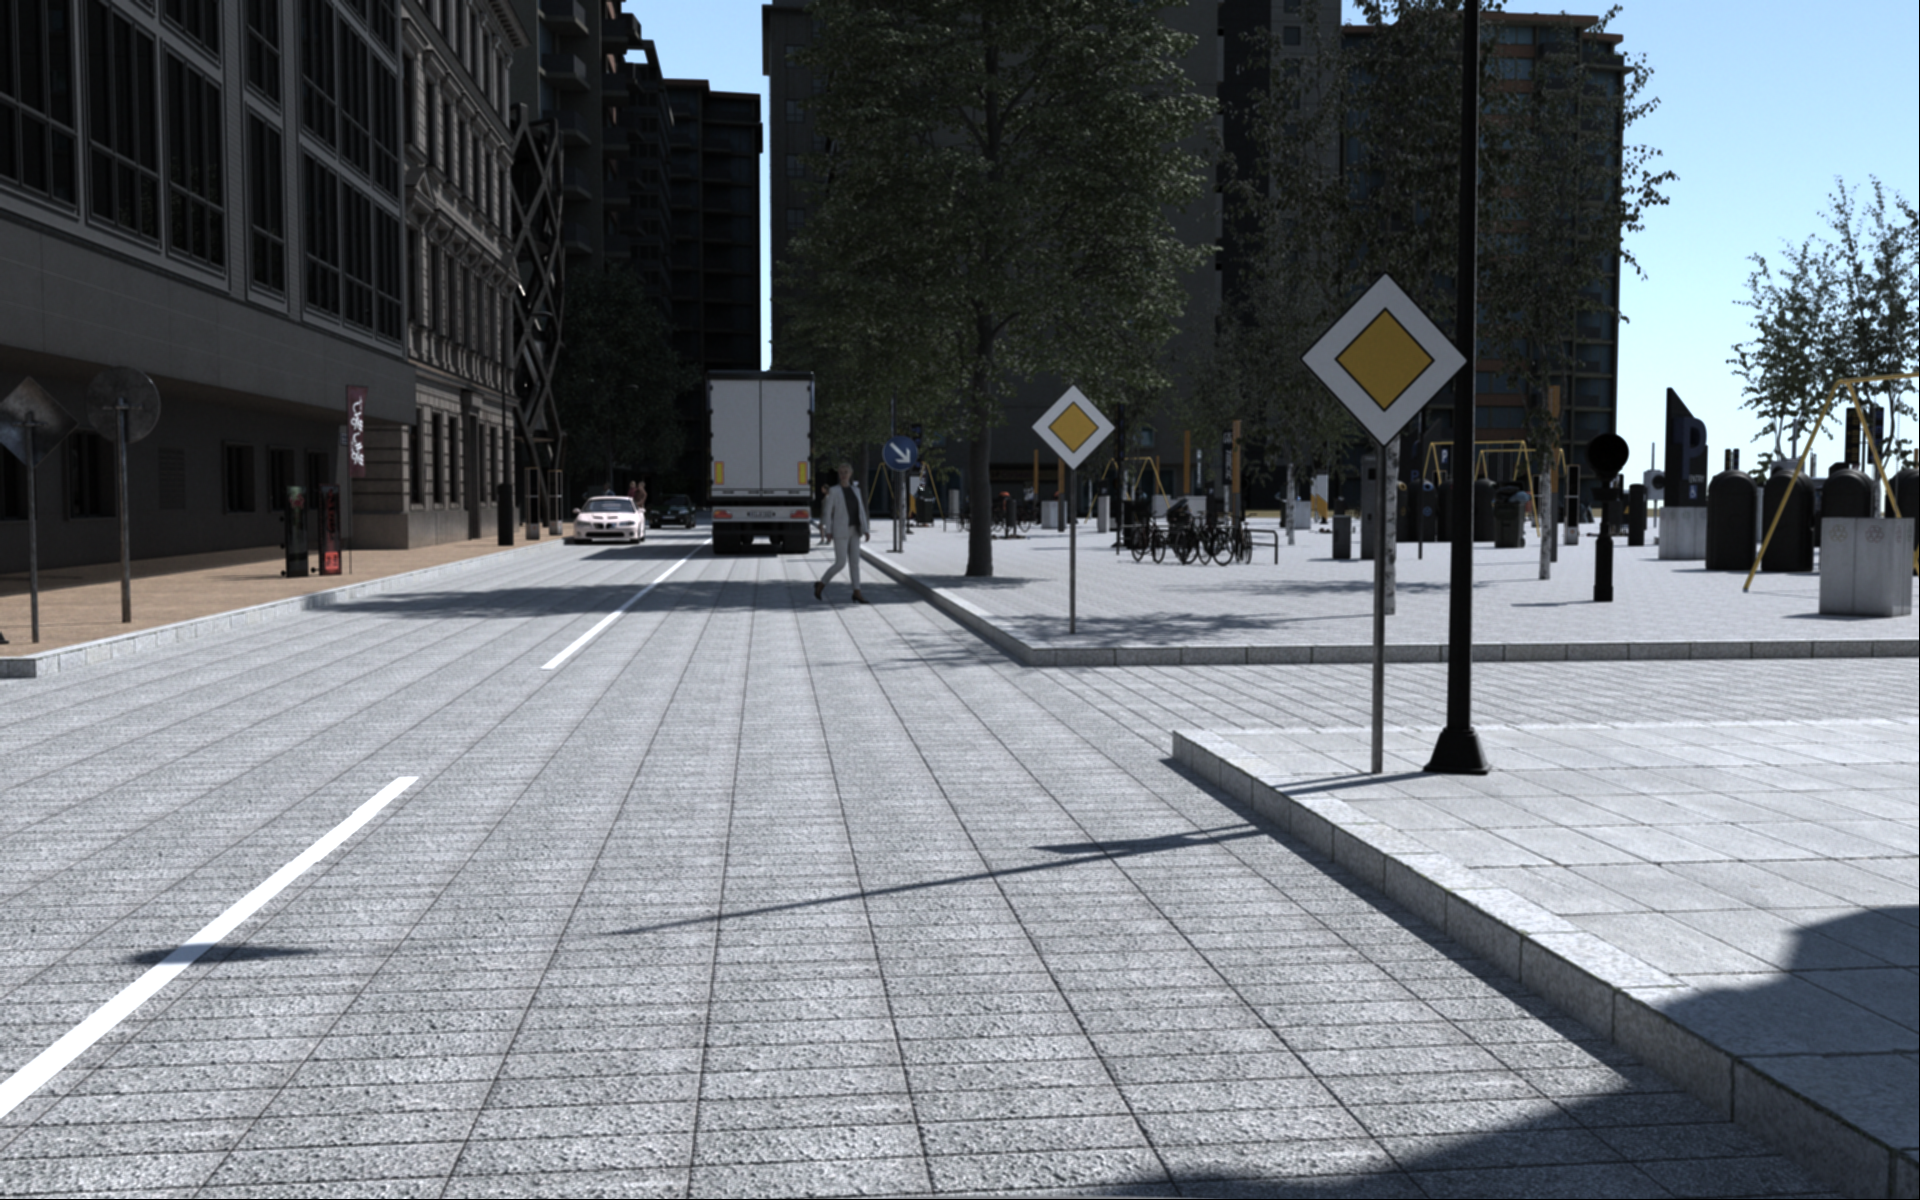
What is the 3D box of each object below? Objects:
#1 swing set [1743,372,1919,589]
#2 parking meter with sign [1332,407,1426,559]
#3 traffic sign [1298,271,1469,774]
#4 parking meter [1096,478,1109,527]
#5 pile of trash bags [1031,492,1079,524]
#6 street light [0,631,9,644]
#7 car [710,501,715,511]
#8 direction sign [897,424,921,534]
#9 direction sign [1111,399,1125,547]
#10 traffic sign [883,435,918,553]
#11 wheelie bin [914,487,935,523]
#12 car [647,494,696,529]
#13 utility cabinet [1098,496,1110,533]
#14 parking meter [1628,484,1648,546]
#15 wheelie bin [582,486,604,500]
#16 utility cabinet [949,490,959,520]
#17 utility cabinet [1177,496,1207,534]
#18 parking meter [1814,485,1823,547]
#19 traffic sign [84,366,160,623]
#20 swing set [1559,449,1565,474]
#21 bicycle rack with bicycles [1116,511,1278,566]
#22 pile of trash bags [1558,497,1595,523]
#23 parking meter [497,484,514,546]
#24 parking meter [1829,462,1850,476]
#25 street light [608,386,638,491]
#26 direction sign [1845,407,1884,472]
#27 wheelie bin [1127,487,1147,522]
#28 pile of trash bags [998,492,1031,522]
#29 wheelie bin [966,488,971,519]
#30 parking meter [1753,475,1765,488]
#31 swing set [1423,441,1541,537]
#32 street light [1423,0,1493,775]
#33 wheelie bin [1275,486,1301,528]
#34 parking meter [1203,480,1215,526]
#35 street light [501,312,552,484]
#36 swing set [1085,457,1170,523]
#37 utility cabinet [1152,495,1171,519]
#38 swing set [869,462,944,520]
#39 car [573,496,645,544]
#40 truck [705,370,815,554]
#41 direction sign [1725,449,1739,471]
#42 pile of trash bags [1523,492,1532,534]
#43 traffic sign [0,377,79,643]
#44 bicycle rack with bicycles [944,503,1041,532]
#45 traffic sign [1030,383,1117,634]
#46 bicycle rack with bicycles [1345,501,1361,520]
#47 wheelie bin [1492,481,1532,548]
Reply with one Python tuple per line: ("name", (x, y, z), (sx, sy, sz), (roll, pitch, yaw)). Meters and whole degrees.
("swing set", (12.282, -1.517, 22.423), (2.862, 2.851, 3.119), (-1, 4, -11))
("parking meter with sign", (8.242, -2.316, 34.130), (1.738, 3.016, 0.543), (1, 4, 11))
("traffic sign", (1.914, -0.260, 7.901), (0.795, 2.450, 0.064), (0, 4, -6))
("parking meter", (5.319, -3.604, 64.639), (0.399, 1.863, 0.255), (-1, 4, -18))
("pile of trash bags", (4.255, -4.048, 75.943), (1.912, 1.369, 3.447), (0, 4, 4))
("street light", (-7.809, -2.578, 14.694), (1.470, 5.913, 1.316), (0, 4, -6))
("car", (-20.255, -8.494, 147.557), (2.281, 1.827, 5.304), (0, 4, -8))
("direction sign", (-1.673, -3.898, 55.729), (0.876, 3.537, 0.379), (-1, 4, -16))
("direction sign", (3.833, -3.042, 41.732), (0.379, 3.537, 0.876), (-1, 4, -9))
("traffic sign", (-1.295, -2.295, 37.631), (0.768, 2.556, 0.104), (0, 4, -3))
("wheelie bin", (-1.599, -4.157, 75.871), (0.980, 1.594, 0.693), (-2, 4, -32))
("car", (-12.045, -3.844, 72.633), (2.009, 1.686, 4.222), (0, 4, -5))
("utility cabinet", (4.751, -2.822, 57.299), (0.306, 1.237, 1.020), (1, 4, 11))
("parking meter", (16.726, -2.104, 42.810), (0.372, 1.533, 0.369), (0, 3, 0))
("wheelie bin", (-14.101, -3.610, 66.929), (0.980, 1.594, 0.693), (-1, 4, -10))
("utility cabinet", (-0.284, -4.685, 85.283), (0.318, 1.500, 1.173), (-1, 4, -11))
("utility cabinet", (6.467, -2.277, 48.383), (0.306, 1.237, 1.020), (3, 5, 42))
("parking meter", (20.937, -2.056, 42.031), (0.372, 1.533, 0.369), (0, 3, 0))
("traffic sign", (-8.329, -1.047, 17.230), (0.768, 2.556, 0.104), (0, 4, 3))
("swing set", (19.545, -3.864, 60.798), (3.119, 2.851, 2.862), (3, 4, 37))
("bicycle rack with bicycles", (4.638, -1.145, 32.097), (2.852, 0.926, 2.925), (-1, 4, -10))
("pile of trash bags", (26.558, -4.124, 77.185), (1.912, 1.369, 3.447), (-3, 5, -39))
("parking meter", (-11.314, -2.122, 43.099), (0.372, 1.533, 0.369), (0, 3, 0))
("parking meter", (16.201, -1.606, 31.965), (0.255, 1.863, 0.399), (0, 4, 8))
("street light", (-14.485, -6.219, 74.221), (1.470, 5.913, 1.316), (0, 4, -6))
("direction sign", (23.582, -3.256, 45.231), (0.876, 3.537, 0.379), (2, 4, 27))
("wheelie bin", (8.241, -4.452, 80.698), (0.980, 1.594, 0.693), (-1, 4, -12))
("pile of trash bags", (2.905, -4.417, 81.969), (1.912, 1.369, 3.447), (-3, 4, -36))
("wheelie bin", (0.780, -4.811, 86.569), (0.980, 1.594, 0.693), (0, 4, 2))
("parking meter", (24.494, -2.909, 53.268), (0.399, 1.863, 0.255), (0, 4, 7))
("swing set", (15.287, -3.308, 51.710), (3.119, 2.851, 2.862), (3, 5, 39))
("street light", (1.783, -2.159, 7.838), (1.470, 5.913, 1.316), (0, 4, -6))
("wheelie bin", (12.528, -3.569, 66.254), (0.980, 1.594, 0.693), (1, 4, 9))
("parking meter", (10.073, -3.935, 70.050), (0.399, 1.863, 0.255), (-2, 4, -26))
("street light", (-11.105, -4.388, 44.284), (1.470, 5.913, 1.316), (0, 4, -6))
("swing set", (7.417, -4.725, 74.879), (2.862, 2.851, 3.119), (-2, 4, -28))
("utility cabinet", (10.544, -4.867, 90.743), (1.020, 1.237, 0.306), (-2, 4, -31))
("swing set", (-2.683, -5.357, 85.201), (3.119, 2.851, 2.862), (3, 4, 38))
("car", (-10.289, -2.363, 51.000), (2.083, 1.381, 4.827), (0, 4, -7))
("truck", (-5.163, -3.429, 44.974), (2.839, 4.237, 11.283), (0, 4, -6))
("direction sign", (38.614, -5.793, 86.710), (0.379, 3.537, 0.876), (-1, 4, -22))
("pile of trash bags", (16.768, -2.837, 56.129), (1.912, 1.369, 3.447), (-1, 4, -14))
("traffic sign", (-7.962, -0.686, 14.859), (0.795, 2.450, 0.064), (0, 4, -6))
("bicycle rack with bicycles", (0.716, -2.802, 59.192), (2.852, 0.926, 2.925), (-2, 4, -28))
("traffic sign", (1.029, -0.746, 15.838), (0.795, 2.450, 0.064), (0, 4, -6))
("bicycle rack with bicycles", (20.448, -4.507, 87.067), (2.852, 0.926, 2.925), (-1, 4, -11))
("wheelie bin", (13.160, -2.049, 41.414), (0.980, 1.594, 0.693), (2, 4, 33))
